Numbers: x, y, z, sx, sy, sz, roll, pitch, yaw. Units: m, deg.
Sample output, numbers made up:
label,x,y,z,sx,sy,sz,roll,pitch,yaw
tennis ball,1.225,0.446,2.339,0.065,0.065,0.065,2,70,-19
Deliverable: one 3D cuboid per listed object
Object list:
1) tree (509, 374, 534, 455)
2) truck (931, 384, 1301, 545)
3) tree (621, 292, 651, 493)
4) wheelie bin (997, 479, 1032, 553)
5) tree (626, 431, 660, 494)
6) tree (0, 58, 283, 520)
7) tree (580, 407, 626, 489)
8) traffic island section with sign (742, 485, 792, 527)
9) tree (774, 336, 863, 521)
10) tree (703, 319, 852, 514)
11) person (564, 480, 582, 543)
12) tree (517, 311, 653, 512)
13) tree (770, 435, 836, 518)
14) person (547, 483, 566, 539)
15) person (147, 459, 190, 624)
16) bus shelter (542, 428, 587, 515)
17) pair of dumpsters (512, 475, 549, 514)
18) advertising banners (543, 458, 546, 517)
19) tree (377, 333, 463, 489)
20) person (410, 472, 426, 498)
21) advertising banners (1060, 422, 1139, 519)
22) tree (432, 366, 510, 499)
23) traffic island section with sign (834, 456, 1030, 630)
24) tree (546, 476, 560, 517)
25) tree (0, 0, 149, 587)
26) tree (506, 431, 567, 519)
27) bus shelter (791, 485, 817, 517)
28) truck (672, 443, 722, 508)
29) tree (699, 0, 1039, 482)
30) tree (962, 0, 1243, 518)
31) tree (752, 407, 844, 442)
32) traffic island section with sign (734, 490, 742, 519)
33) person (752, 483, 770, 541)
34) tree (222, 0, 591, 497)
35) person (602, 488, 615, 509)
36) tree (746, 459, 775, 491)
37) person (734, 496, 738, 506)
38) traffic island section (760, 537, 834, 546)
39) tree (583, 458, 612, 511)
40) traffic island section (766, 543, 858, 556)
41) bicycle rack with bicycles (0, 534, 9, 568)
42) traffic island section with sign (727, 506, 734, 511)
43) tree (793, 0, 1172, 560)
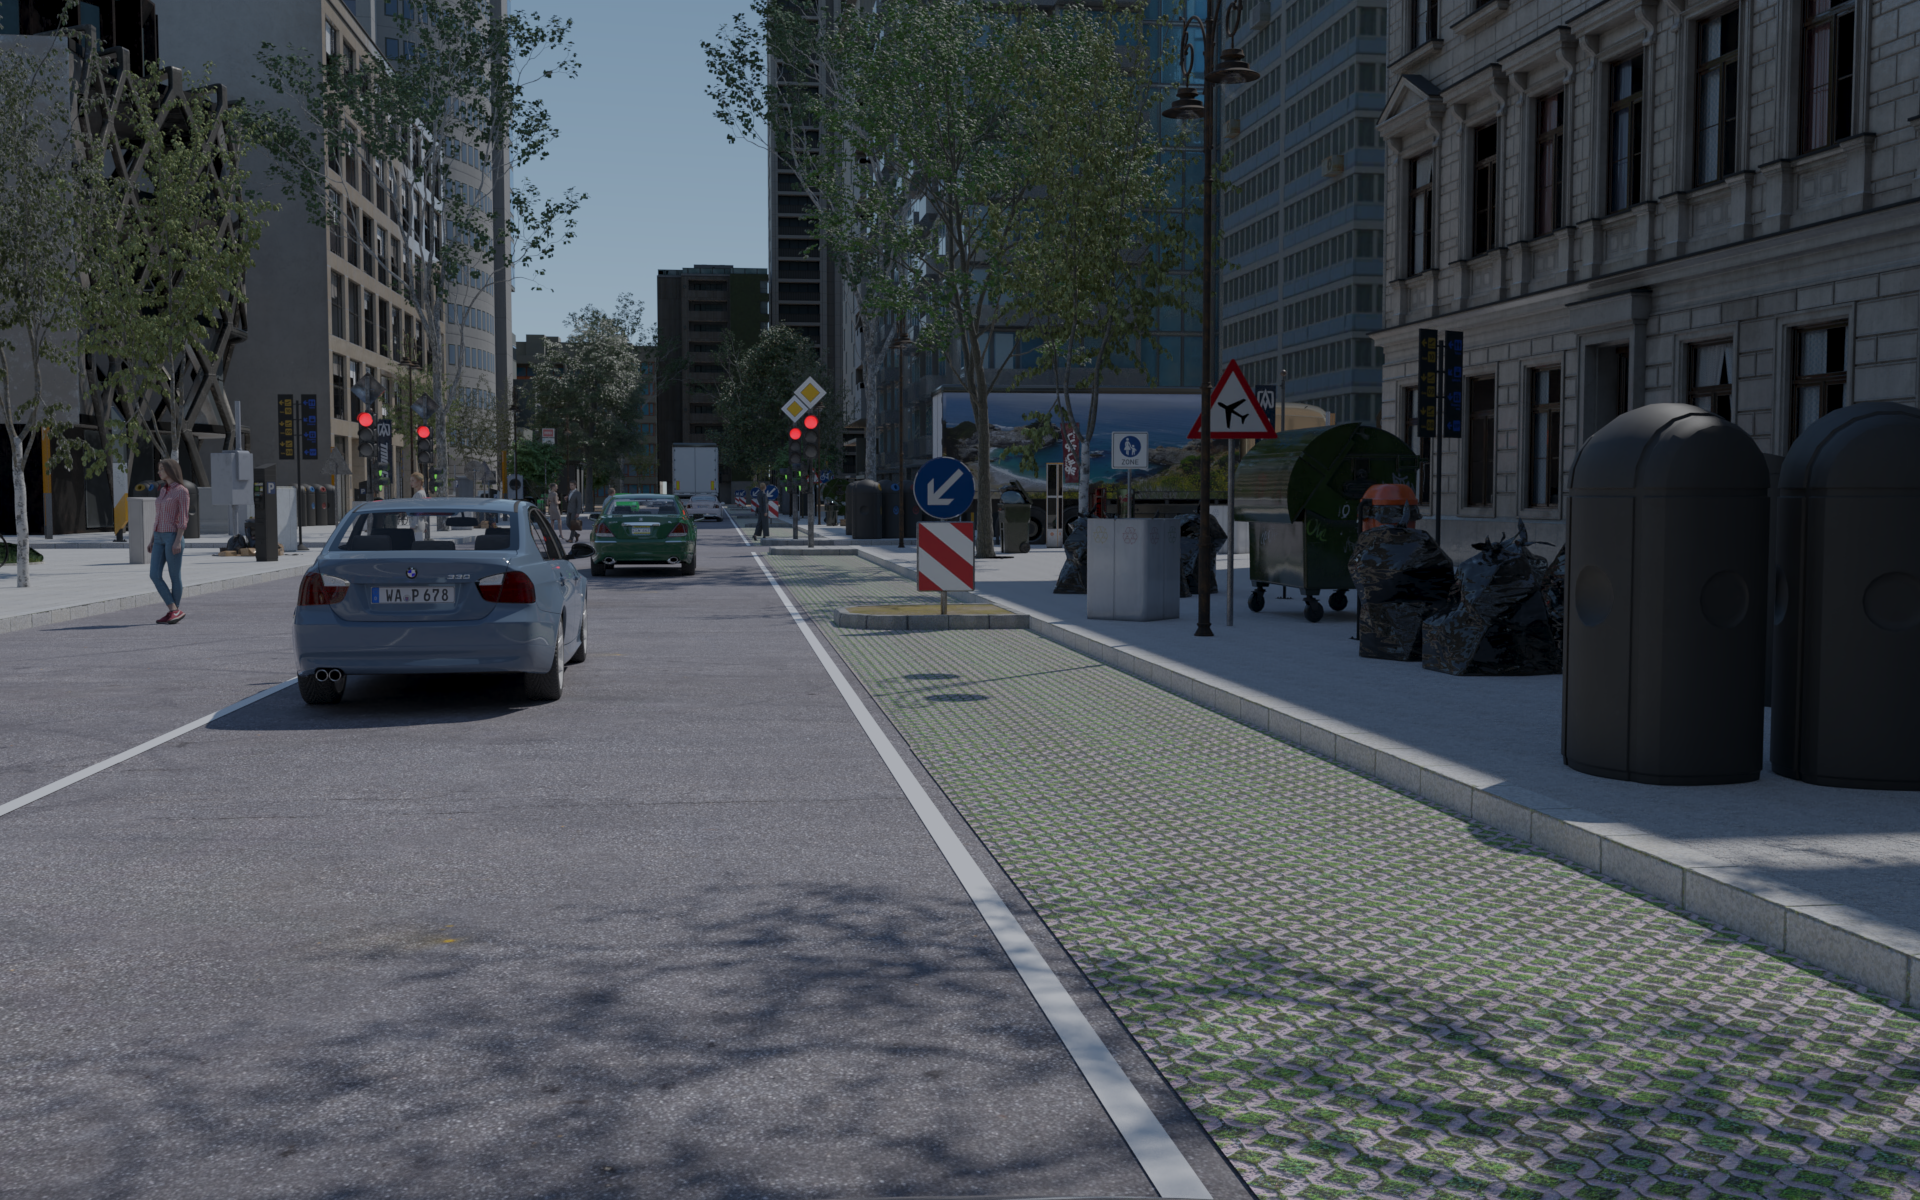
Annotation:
label,x,y,z,sx,sy,sz,roll,pitch,yaw
tree,-28.057,-9.496,105.615,4.360,8.622,3.978,0,3,0
truck,4.957,-3.498,46.108,11.283,4.237,2.839,0,4,-7
tree,-30.285,-18.631,160.501,12.611,20.169,13.585,0,3,0
wheelie bin,1.177,-1.818,37.633,0.693,1.594,0.980,-1,4,-12
tree,-36.397,-15.124,197.635,4.737,8.622,4.395,0,3,0
tree,-13.460,-4.810,29.004,4.737,8.622,4.395,0,3,0
tree,-29.722,-11.955,145.829,4.360,8.622,3.978,0,3,0
traffic island section with sign,-8.294,-4.049,74.836,1.989,1.847,2.006,0,4,-8
tree,-6.784,-7.961,80.530,4.360,8.622,3.978,0,3,0
tree,-11.744,-12.040,113.862,9.611,12.733,9.660,0,3,0
person,-11.344,-2.596,50.905,0.622,1.834,0.822,2,4,26
tree,-26.303,-13.198,122.434,9.857,13.997,8.962,0,3,0
tree,-8.403,-6.599,91.614,4.285,4.588,4.351,0,3,0
person,-12.794,-2.815,54.868,0.599,1.781,0.374,3,5,41
person,-8.779,-0.652,19.175,0.555,1.821,0.388,1,4,20
bus shelter,-24.770,-8.002,108.458,2.179,5.291,8.768,0,4,-8
pair of dumpsters,-21.117,-5.039,84.878,1.574,2.255,4.437,0,4,-8
advertising banners,-19.986,-5.333,83.385,0.090,3.025,2.074,-1,4,-10
tree,-24.480,-7.854,78.771,4.737,8.622,4.395,0,3,0
person,-8.710,-1.168,27.953,0.624,1.780,0.694,0,4,-1
advertising banners,3.356,-2.800,41.966,2.074,3.025,0.090,2,4,29
tree,-28.056,-9.092,99.022,4.360,8.622,3.978,0,3,0
traffic island section with sign,-0.373,-0.639,19.078,1.989,1.847,2.006,0,4,-8
tree,-23.021,-6.232,96.492,1.663,3.219,1.824,0,3,0
tree,-12.945,-4.464,23.351,4.360,8.622,3.978,0,3,0
tree,-22.178,-6.514,90.210,4.285,4.588,4.351,0,3,0
bus shelter,-9.325,-6.741,101.493,1.731,3.624,6.357,0,4,-8
truck,-15.325,-6.855,100.987,2.839,4.237,11.283,0,4,-7
tree,-1.612,-12.477,59.888,12.611,20.169,13.585,0,3,0
tree,1.879,-4.557,24.866,4.737,8.622,4.395,0,3,0
tree,-12.757,-11.967,130.076,7.601,10.594,8.767,1,4,20
traffic island section with sign,-12.080,-5.682,101.525,1.989,1.847,2.006,0,4,-8
person,-6.035,-2.685,52.821,0.576,1.772,0.534,2,4,32
tree,-18.536,-12.346,57.749,12.611,20.169,13.585,0,3,0
person,-9.845,-2.359,48.885,0.330,1.601,0.589,-3,5,-40
tree,-21.673,-14.463,186.828,4.737,8.622,4.395,0,3,0
person,-24.744,-11.237,192.737,0.721,1.766,1.217,2,4,29
traffic island section,-4.666,-1.655,49.348,2.009,0.180,2.903,0,4,-8
tree,-28.097,-9.105,132.578,4.285,4.588,4.351,0,3,0
traffic island section,-3.544,-1.172,41.442,2.009,0.180,2.903,0,4,-8
bicycle rack with bicycles,-17.157,-0.926,28.530,2.852,0.926,2.925,2,4,31
traffic island section with sign,-19.019,-8.673,150.434,1.989,1.847,2.006,0,4,-8
tree,0.338,-6.634,34.226,9.928,11.665,9.643,0,3,0
